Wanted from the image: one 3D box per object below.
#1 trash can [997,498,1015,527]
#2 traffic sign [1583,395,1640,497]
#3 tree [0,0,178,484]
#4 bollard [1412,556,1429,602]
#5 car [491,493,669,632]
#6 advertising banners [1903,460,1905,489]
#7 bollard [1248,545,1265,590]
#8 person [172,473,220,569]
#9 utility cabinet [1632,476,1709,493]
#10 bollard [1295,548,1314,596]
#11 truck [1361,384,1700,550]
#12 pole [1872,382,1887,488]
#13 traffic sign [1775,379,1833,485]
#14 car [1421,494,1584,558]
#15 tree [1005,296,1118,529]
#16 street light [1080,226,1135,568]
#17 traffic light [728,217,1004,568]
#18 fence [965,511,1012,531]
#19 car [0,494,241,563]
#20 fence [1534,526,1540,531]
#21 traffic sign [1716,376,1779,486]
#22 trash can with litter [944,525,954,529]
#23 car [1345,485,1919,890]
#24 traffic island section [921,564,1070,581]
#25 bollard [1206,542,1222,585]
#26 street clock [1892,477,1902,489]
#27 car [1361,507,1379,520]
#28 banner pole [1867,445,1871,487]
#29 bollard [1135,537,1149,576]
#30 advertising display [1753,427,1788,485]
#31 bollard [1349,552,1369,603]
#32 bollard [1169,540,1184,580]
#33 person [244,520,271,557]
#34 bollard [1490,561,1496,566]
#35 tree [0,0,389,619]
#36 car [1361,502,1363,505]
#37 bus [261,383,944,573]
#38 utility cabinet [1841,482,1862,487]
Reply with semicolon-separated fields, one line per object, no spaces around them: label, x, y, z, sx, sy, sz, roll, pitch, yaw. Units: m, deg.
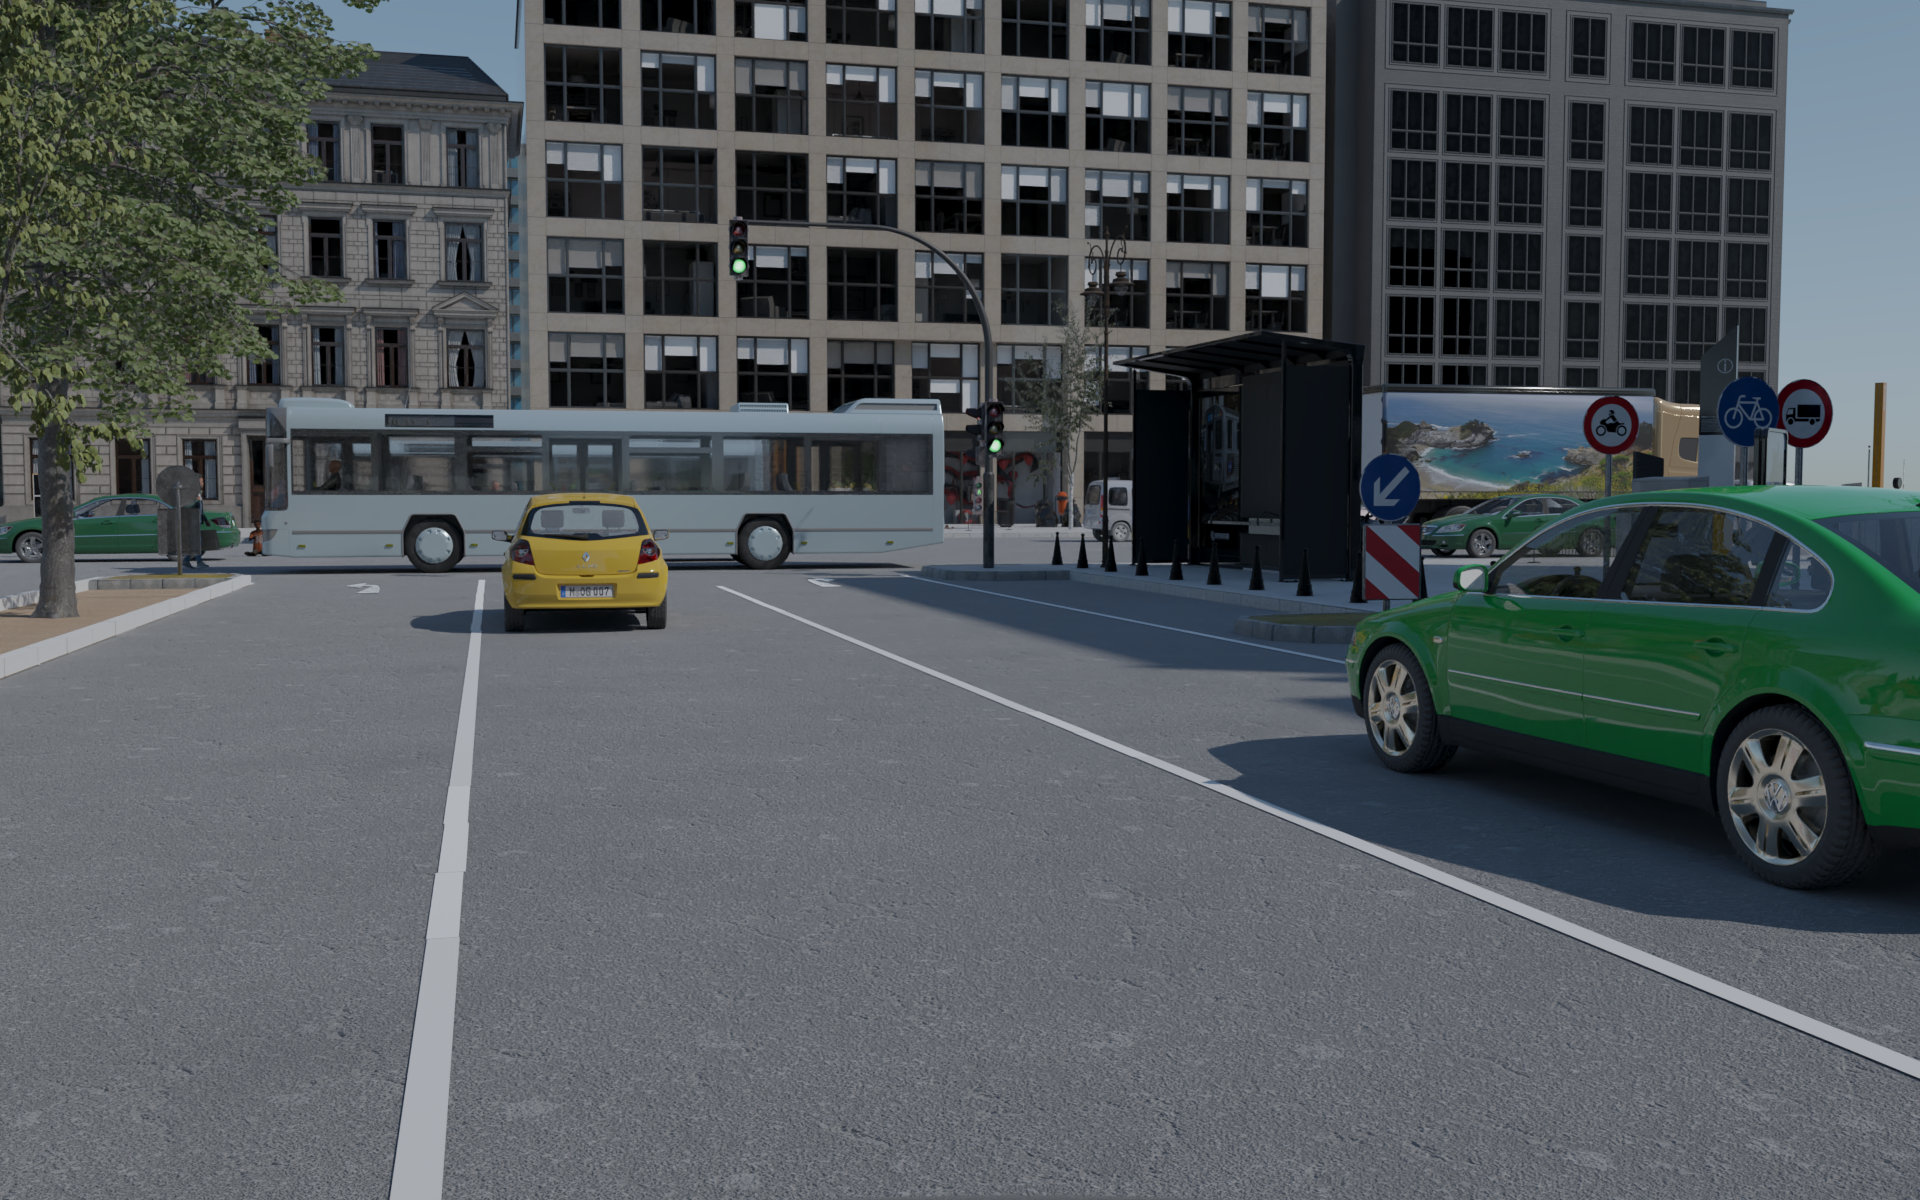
trash can;1.771;-3.372;66.787;0.748;1.137;0.748;0;3;0
traffic sign;8.408;-1.368;22.471;0.768;2.556;0.104;0;4;-6
tree;-8.342;-3.734;13.876;4.737;8.622;4.395;0;3;0
bollard;5.074;-0.185;19.071;0.229;0.601;0.229;0;3;0
car;-4.270;-0.573;19.585;2.015;1.641;3.980;-1;4;-13
advertising banners;46.935;-5.509;86.267;0.090;3.025;2.074;2;4;33
bollard;3.970;-0.435;23.147;0.229;0.601;0.229;0;3;0
person;-14.487;-1.492;32.876;0.713;1.824;0.794;1;4;11
utility cabinet;8.893;-0.801;21.777;0.318;1.500;1.173;-1;4;-12
bollard;4.340;-0.352;21.789;0.229;0.601;0.229;0;3;0
truck;15.894;-3.524;46.523;11.283;4.237;2.839;-1;4;-14
pole;16.830;-2.319;31.751;0.158;3.312;0.155;0;3;0
traffic sign;9.324;-1.172;19.267;0.768;2.556;0.104;-1;4;-13
car;12.847;-1.718;39.892;4.920;1.459;2.131;-1;4;-15
tree;3.939;-6.899;63.158;4.360;8.622;3.978;0;3;0
street light;2.536;-3.505;30.094;0.468;5.910;1.993;-1;4;-15
traffic light;-1.531;-3.337;29.226;4.771;5.953;1.251;-1;4;-15
fence;1.021;-2.802;61.187;2.069;0.683;0.278;-3;5;-42
car;-18.065;-1.547;37.084;4.920;1.459;2.131;-1;4;-17
fence;11.275;-0.983;31.440;0.278;0.683;2.069;-3;4;-37
traffic sign;8.519;-1.146;18.838;0.768;2.556;0.104;-1;4;-12
trash can with litter;-0.712;-3.224;63.765;1.678;1.210;2.233;2;4;26
car;3.439;0.061;7.803;1.959;1.807;4.718;-1;4;-16
traffic island section;0.506;-0.474;30.034;2.009;0.180;2.903;-1;4;-15
bollard;3.600;-0.518;24.505;0.229;0.601;0.229;0;3;0
street clock;40.931;-4.349;75.679;0.471;2.002;0.358;-3;5;-41
car;7.896;-1.824;42.191;4.827;1.381;2.083;-1;4;-14
banner pole;46.677;-6.052;88.965;0.401;3.779;0.863;1;4;23
bollard;2.861;-0.684;27.228;0.229;0.601;0.229;0;3;0
advertising display;8.007;-0.730;17.144;0.123;1.923;0.974;3;4;36
bollard;4.707;-0.268;20.430;0.229;0.601;0.229;0;3;0
bollard;3.233;-0.601;25.867;0.229;0.601;0.229;0;3;0
person;-16.113;-1.411;39.863;0.859;0.850;0.655;-1;4;-16
bollard;5.447;-0.101;17.697;0.229;0.601;0.229;0;3;0
tree;-10.628;-6.080;20.000;7.486;12.596;7.792;0;3;0
car;14.793;-3.037;58.456;4.718;1.807;1.959;-1;4;-16
bus;-7.031;-2.332;32.989;13.247;3.499;2.948;-1;4;-14
utility cabinet;17.021;-1.496;33.138;0.318;1.500;1.173;2;4;24
